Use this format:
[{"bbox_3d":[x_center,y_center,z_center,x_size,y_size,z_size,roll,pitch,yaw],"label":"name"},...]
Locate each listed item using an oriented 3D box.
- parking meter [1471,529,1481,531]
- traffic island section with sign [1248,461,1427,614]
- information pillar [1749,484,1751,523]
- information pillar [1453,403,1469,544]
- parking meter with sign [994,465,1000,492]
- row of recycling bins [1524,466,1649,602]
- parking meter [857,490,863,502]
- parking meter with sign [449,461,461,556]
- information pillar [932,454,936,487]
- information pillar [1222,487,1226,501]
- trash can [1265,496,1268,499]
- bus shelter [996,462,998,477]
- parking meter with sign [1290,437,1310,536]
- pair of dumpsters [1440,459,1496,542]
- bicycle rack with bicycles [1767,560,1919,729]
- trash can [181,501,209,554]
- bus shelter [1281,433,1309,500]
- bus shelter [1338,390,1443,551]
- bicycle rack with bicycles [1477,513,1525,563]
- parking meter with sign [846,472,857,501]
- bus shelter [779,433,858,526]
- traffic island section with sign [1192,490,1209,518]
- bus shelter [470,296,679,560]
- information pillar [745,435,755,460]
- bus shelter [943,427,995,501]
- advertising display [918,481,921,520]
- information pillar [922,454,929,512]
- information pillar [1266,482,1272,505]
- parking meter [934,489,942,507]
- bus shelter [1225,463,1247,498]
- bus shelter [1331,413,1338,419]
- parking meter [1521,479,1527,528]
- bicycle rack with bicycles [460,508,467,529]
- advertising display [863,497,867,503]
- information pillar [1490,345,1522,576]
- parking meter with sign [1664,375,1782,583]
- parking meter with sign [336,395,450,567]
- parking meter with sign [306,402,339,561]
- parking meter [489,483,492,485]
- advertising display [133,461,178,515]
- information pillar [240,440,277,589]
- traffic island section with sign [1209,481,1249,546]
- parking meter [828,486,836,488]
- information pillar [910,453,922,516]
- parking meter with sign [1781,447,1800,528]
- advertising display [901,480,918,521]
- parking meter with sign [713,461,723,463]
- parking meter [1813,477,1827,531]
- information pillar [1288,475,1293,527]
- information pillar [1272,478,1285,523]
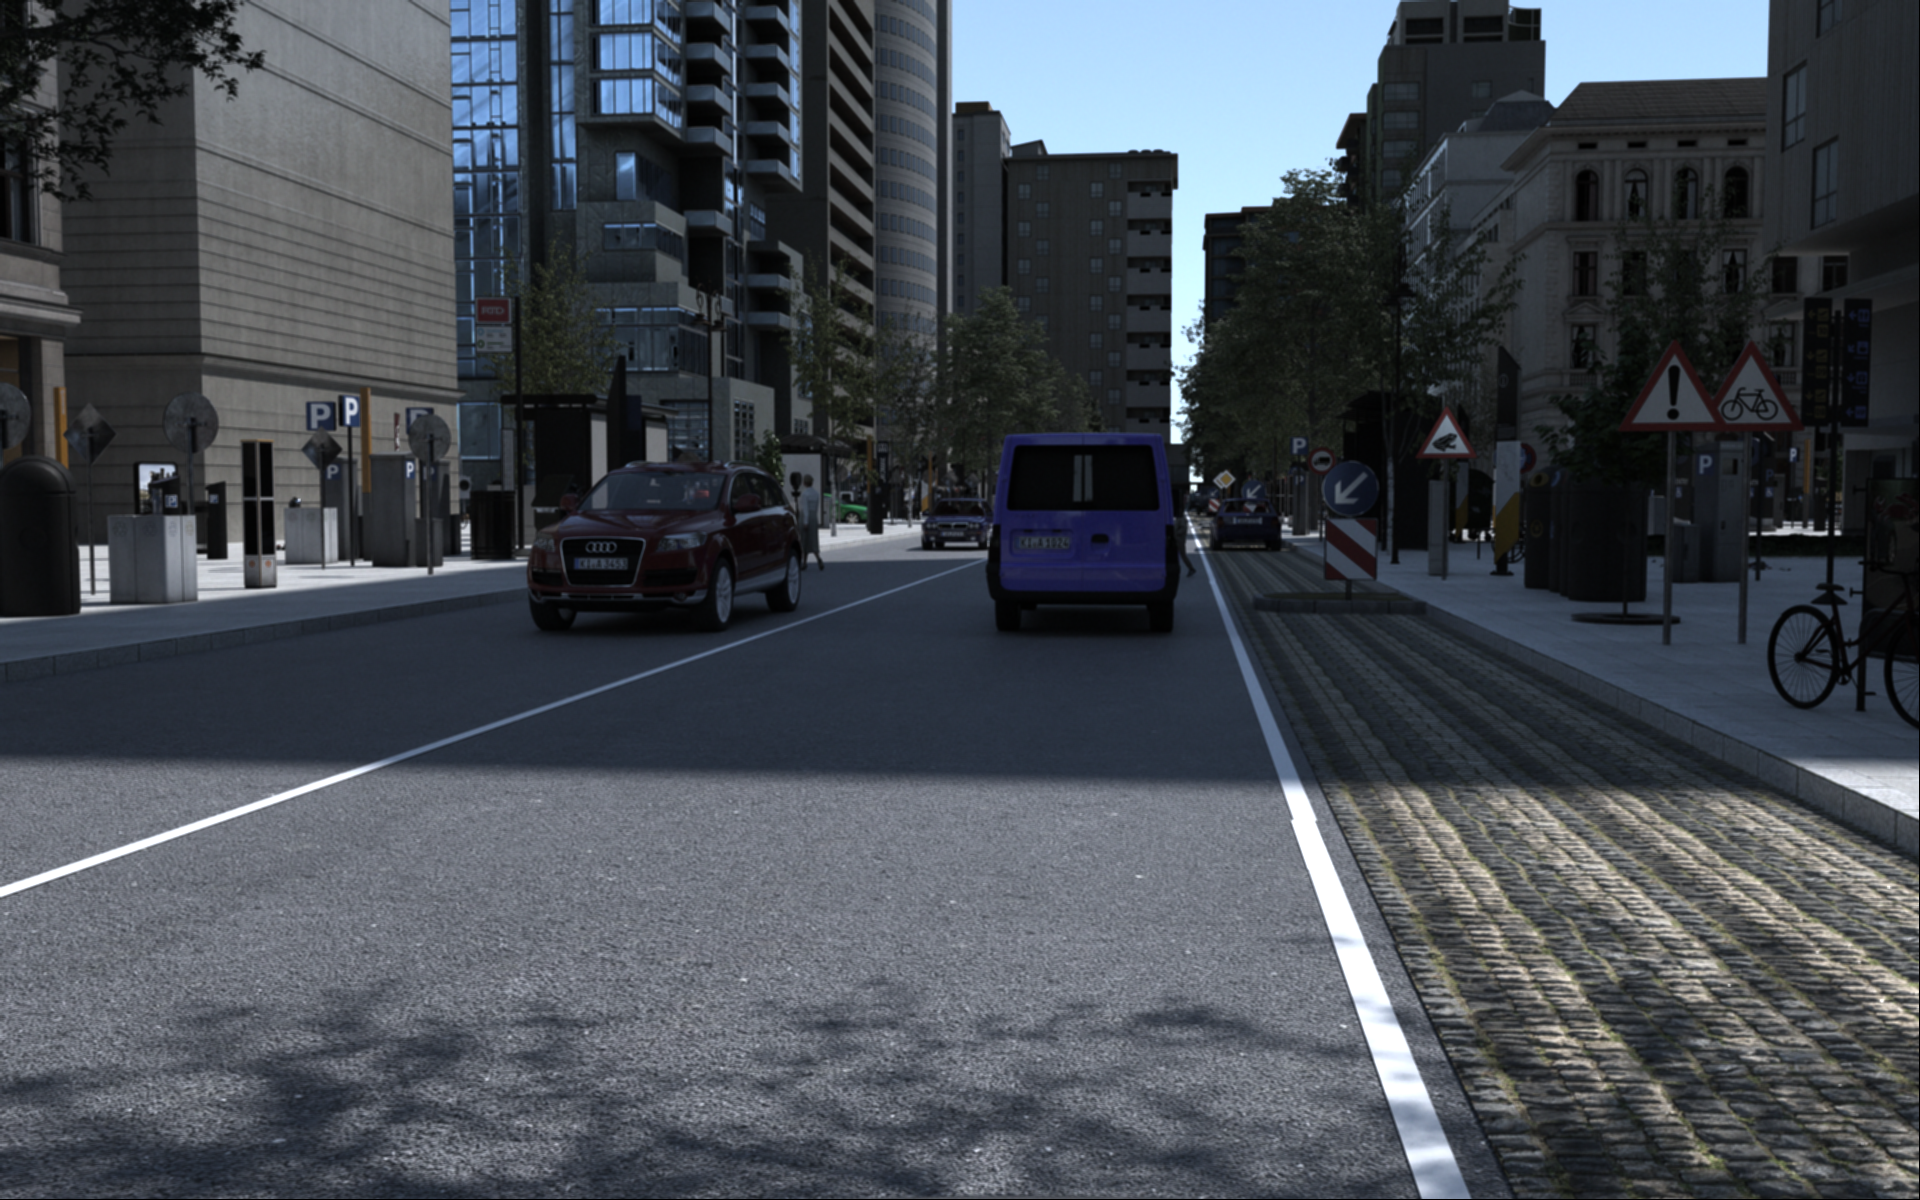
[{"bbox_3d":[17.045,-2.986,57.235,0.372,1.533,0.369,0,3,0],"label":"parking meter"},{"bbox_3d":[4.666,-0.789,21.525,1.989,1.847,2.006,0,4,7],"label":"traffic island section with sign"},{"bbox_3d":[25.145,-3.122,55.544,0.304,2.012,0.304,1,4,12],"label":"information pillar"},{"bbox_3d":[13.043,-3.280,44.985,0.504,3.616,0.183,-3,5,-44],"label":"information pillar"},{"bbox_3d":[2.311,-6.610,104.331,0.543,3.016,1.738,0,4,3],"label":"parking meter with sign"},{"bbox_3d":[8.012,-0.921,22.177,1.069,1.692,3.534,0,4,8],"label":"row of recycling bins"},{"bbox_3d":[-6.381,-6.256,110.688,0.372,1.533,0.369,0,3,0],"label":"parking meter"},{"bbox_3d":[-10.828,-2.418,35.800,0.543,3.016,1.738,0,4,4],"label":"parking meter with sign"},{"bbox_3d":[-1.620,-6.736,101.486,0.504,3.616,0.183,-3,4,-36],"label":"information pillar"},{"bbox_3d":[22.486,-8.775,147.964,0.304,2.012,0.304,-2,4,-30],"label":"information pillar"},{"bbox_3d":[23.512,-7.466,133.722,0.748,1.137,0.748,0,3,0],"label":"trash can"},{"bbox_3d":[2.366,-8.429,115.441,2.179,5.291,8.768,0,4,7],"label":"bus shelter"},{"bbox_3d":[10.576,-3.510,53.644,0.543,3.016,1.738,1,4,17],"label":"parking meter with sign"},{"bbox_3d":[13.881,-2.810,48.431,1.574,2.255,4.437,0,4,7],"label":"pair of dumpsters"},{"bbox_3d":[6.190,0.251,9.277,2.852,0.926,2.925,0,4,-5],"label":"bicycle rack with bicycles"},{"bbox_3d":[-16.370,-1.561,37.180,0.748,1.137,0.748,0,3,0],"label":"trash can"},{"bbox_3d":[21.012,-7.932,107.313,2.179,5.291,8.768,0,4,7],"label":"bus shelter"},{"bbox_3d":[10.420,-3.106,42.061,1.731,3.624,6.357,0,4,7],"label":"bus shelter"},{"bbox_3d":[11.326,-1.211,33.182,2.925,0.926,2.852,0,4,-3],"label":"bicycle rack with bicycles"},{"bbox_3d":[-8.283,-8.373,133.161,0.543,3.016,1.738,-2,4,-28],"label":"parking meter with sign"},{"bbox_3d":[-5.049,-4.075,60.546,2.014,3.302,5.546,0,4,7],"label":"bus shelter"},{"bbox_3d":[14.987,-5.775,103.043,1.989,1.847,2.006,0,4,7],"label":"traffic island section with sign"},{"bbox_3d":[-8.439,-3.679,37.790,2.179,5.291,8.768,0,4,7],"label":"bus shelter"},{"bbox_3d":[-8.353,-4.742,68.892,0.504,3.616,0.183,3,5,43],"label":"information pillar"},{"bbox_3d":[0.383,-7.832,105.690,2.179,5.291,8.768,0,4,7],"label":"bus shelter"},{"bbox_3d":[-2.086,-4.908,85.467,0.123,1.923,0.974,-1,4,-13],"label":"advertising display"},{"bbox_3d":[-2.016,-6.681,100.588,0.504,3.616,0.183,1,4,17],"label":"information pillar"},{"bbox_3d":[18.800,-6.155,105.129,0.304,2.012,0.304,-2,4,-34],"label":"information pillar"},{"bbox_3d":[-1.023,-4.392,80.212,0.372,1.533,0.369,0,3,0],"label":"parking meter"},{"bbox_3d":[21.152,-8.633,132.431,1.731,3.624,6.357,0,4,7],"label":"bus shelter"},{"bbox_3d":[11.622,-3.529,48.990,1.731,3.624,6.357,0,4,7],"label":"bus shelter"},{"bbox_3d":[20.102,-3.450,62.122,0.399,1.863,0.255,1,4,22],"label":"parking meter"},{"bbox_3d":[-19.851,-3.089,63.888,2.852,0.926,2.925,-3,5,-40],"label":"bicycle rack with bicycles"},{"bbox_3d":[-8.084,-8.528,144.652,0.974,1.923,0.123,0,4,2],"label":"advertising display"},{"bbox_3d":[8.588,-2.190,27.166,0.183,3.616,0.504,-1,4,-22],"label":"information pillar"},{"bbox_3d":[11.074,-1.772,25.240,1.738,3.016,0.543,-2,4,-25],"label":"parking meter with sign"},{"bbox_3d":[-10.020,-2.101,30.610,1.738,3.016,0.543,1,4,12],"label":"parking meter with sign"},{"bbox_3d":[-11.991,-2.284,33.606,0.543,3.016,1.738,0,4,5],"label":"parking meter with sign"},{"bbox_3d":[-24.110,-5.128,89.551,0.399,1.863,0.255,2,4,35],"label":"parking meter"},{"bbox_3d":[-15.981,-1.789,34.464,0.123,1.923,0.974,2,4,23],"label":"advertising display"},{"bbox_3d":[-9.534,-1.166,23.551,0.304,2.012,0.304,1,4,23],"label":"information pillar"},{"bbox_3d":[8.070,-2.434,48.423,1.989,1.847,2.006,0,4,7],"label":"traffic island section with sign"},{"bbox_3d":[-6.348,-4.919,86.143,0.255,1.863,0.399,-3,4,-37],"label":"parking meter"},{"bbox_3d":[-2.566,-6.512,97.832,0.504,3.616,0.183,2,4,29],"label":"information pillar"},{"bbox_3d":[30.434,-4.198,64.903,1.738,3.016,0.543,0,4,-3],"label":"parking meter with sign"},{"bbox_3d":[-2.455,-4.725,82.463,0.123,1.923,0.974,2,4,34],"label":"advertising display"},{"bbox_3d":[-12.912,-5.692,89.318,0.543,3.016,1.738,2,4,25],"label":"parking meter with sign"},{"bbox_3d":[29.602,-3.295,59.590,0.255,1.863,0.399,0,4,-2],"label":"parking meter"},{"bbox_3d":[12.912,-3.824,67.019,0.304,2.012,0.304,-3,5,-44],"label":"information pillar"},{"bbox_3d":[14.327,-4.469,77.562,0.304,2.012,0.304,-3,5,-44],"label":"information pillar"}]
